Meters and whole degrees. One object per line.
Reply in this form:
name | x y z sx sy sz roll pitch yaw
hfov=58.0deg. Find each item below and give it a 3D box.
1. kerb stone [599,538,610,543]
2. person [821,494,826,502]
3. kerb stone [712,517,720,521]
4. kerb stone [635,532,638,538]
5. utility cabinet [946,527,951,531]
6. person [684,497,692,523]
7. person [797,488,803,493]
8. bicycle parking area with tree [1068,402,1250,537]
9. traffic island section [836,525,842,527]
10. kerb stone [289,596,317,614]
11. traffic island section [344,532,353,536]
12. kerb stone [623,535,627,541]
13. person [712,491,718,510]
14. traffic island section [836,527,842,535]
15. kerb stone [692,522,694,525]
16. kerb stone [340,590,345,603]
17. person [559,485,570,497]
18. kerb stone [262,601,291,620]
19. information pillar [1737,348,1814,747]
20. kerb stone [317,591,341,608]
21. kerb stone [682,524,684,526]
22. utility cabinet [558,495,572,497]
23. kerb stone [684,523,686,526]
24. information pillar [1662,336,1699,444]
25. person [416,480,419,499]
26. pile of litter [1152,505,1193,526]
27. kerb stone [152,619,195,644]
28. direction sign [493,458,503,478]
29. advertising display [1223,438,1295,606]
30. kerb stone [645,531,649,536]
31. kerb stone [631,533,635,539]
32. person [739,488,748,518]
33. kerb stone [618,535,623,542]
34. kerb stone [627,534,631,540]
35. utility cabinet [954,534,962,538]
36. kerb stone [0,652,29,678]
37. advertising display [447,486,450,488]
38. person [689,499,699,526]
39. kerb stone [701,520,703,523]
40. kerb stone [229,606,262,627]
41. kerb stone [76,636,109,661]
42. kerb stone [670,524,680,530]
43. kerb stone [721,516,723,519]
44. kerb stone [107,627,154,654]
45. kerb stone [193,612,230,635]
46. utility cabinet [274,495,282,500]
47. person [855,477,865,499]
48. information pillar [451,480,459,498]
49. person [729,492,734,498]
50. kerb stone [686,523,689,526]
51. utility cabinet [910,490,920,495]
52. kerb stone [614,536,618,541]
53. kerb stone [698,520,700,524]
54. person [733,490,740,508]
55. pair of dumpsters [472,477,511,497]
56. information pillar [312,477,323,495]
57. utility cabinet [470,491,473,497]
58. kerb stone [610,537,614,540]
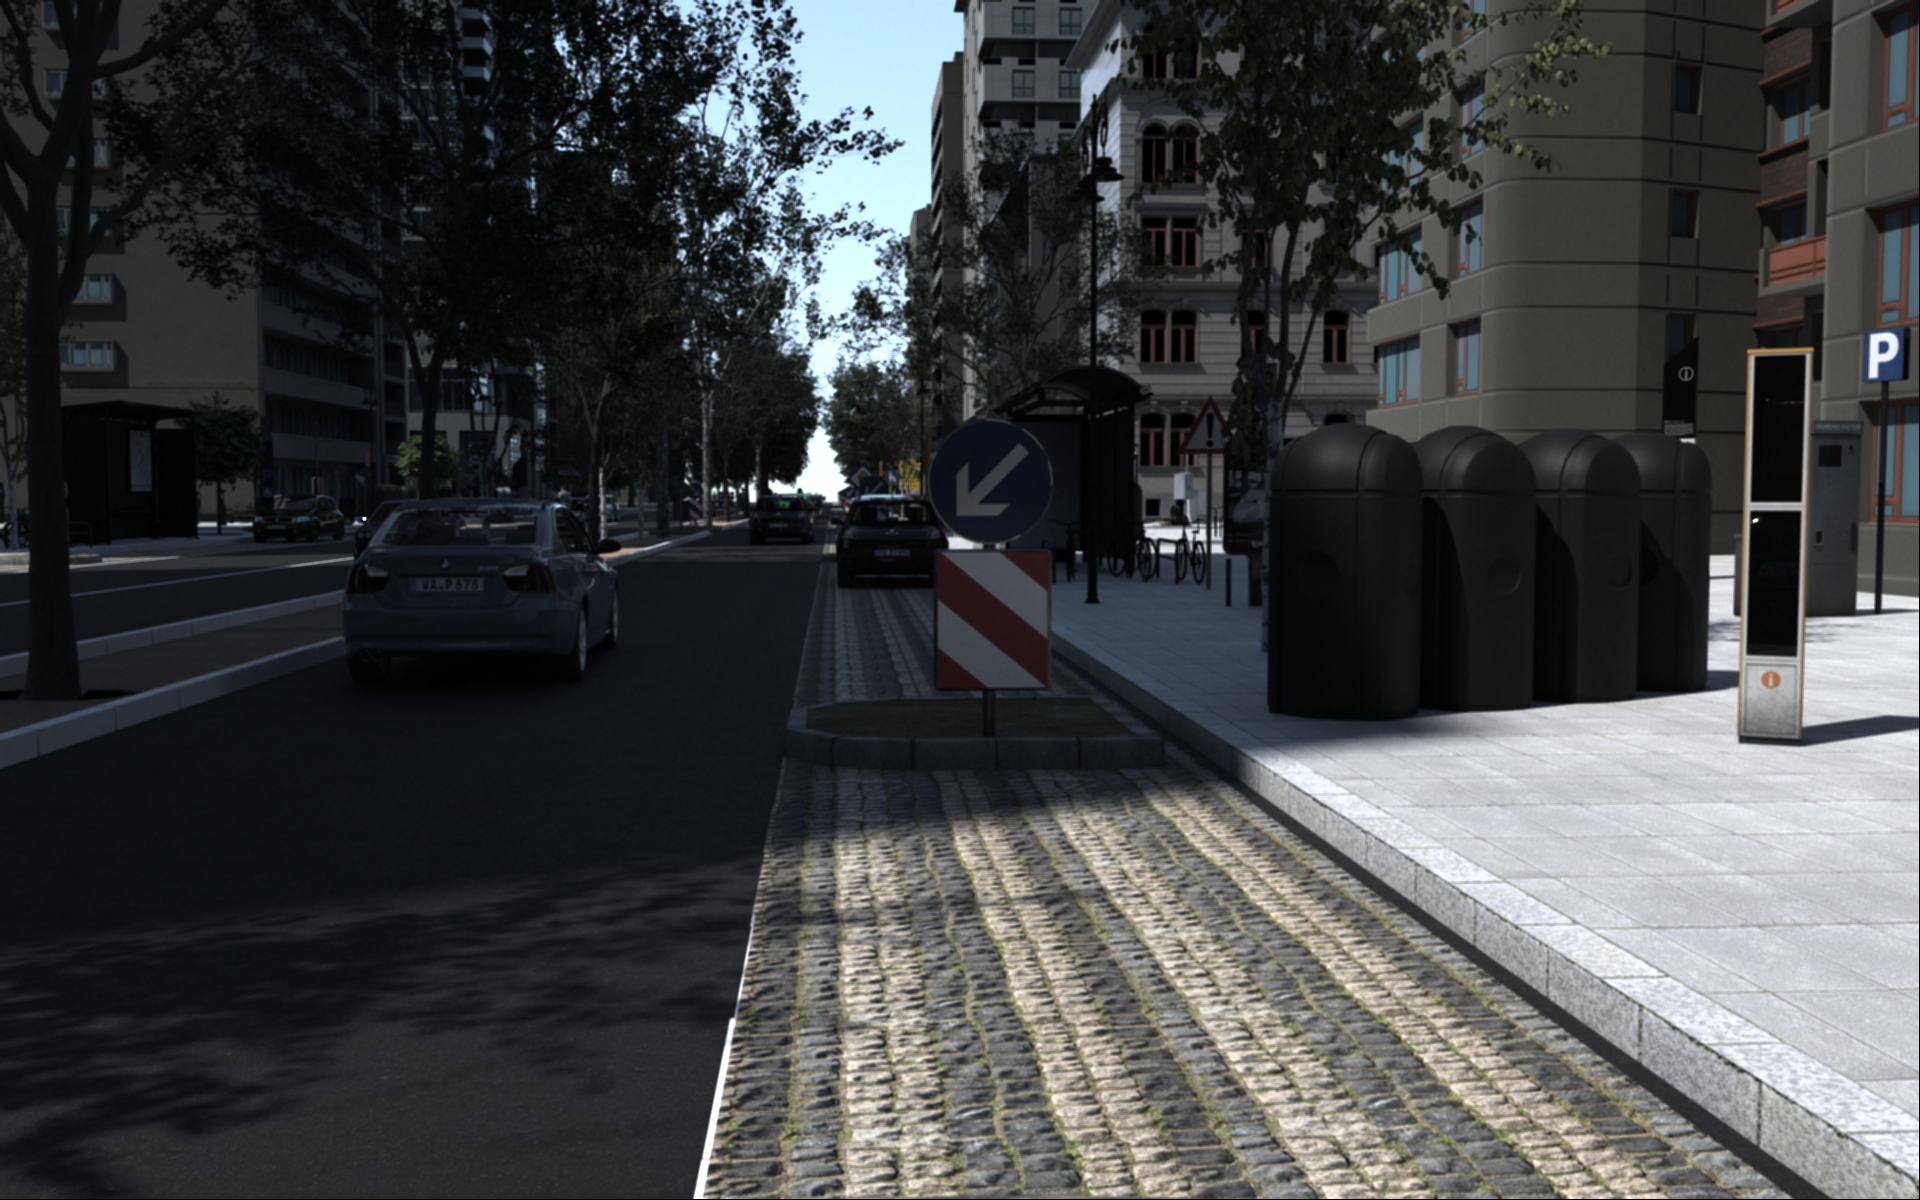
kerb stone | -10.036 -1.617 48.634 0.120 0.150 1.000 0 4 -4
person | -19.935 -14.707 252.147 0.799 1.438 0.628 0 4 -4
kerb stone | -13.414 -4.466 95.207 0.120 0.150 1.000 0 4 -4
kerb stone | -10.561 -2.052 55.798 0.120 0.150 1.000 0 4 -4
utility cabinet | -0.128 -3.098 59.336 1.173 1.500 0.318 -2 4 -30
person | -13.172 -4.598 84.033 0.694 1.780 0.624 2 4 32
person | -10.611 -6.504 114.823 0.580 1.828 0.573 3 4 39
bicycle parking area with tree | 6.069 -4.033 52.939 8.231 4.147 9.016 1 4 12
traffic island section | -3.984 -2.884 69.432 2.009 0.180 2.903 0 4 -4
kerb stone | -8.034 0.073 20.995 0.120 0.150 1.000 0 4 -4
traffic island section | -20.654 -2.321 60.228 2.009 0.180 2.903 0 4 -4
kerb stone | -10.339 -1.867 52.729 0.120 0.150 1.000 0 4 -4
person | -21.767 -8.805 153.386 0.541 1.710 0.530 3 5 41
traffic island section | -3.407 -2.397 61.468 2.009 0.180 2.903 0 4 -4
kerb stone | -12.153 -3.403 77.846 0.120 0.150 1.000 0 4 -4
kerb stone | -8.187 -0.052 23.051 0.120 0.150 1.000 0 4 -4
person | -18.575 -4.470 81.435 0.661 1.843 0.795 -3 5 -42
kerb stone | -7.964 0.138 19.968 0.120 0.150 1.000 0 4 -4
information pillar | 4.197 -0.271 8.920 0.304 2.012 0.304 2 4 25
kerb stone | -8.105 0.016 22.020 0.120 0.150 1.000 0 4 -4
kerb stone | -11.789 -3.088 72.728 0.120 0.150 1.000 0 4 -4
utility cabinet | -26.615 -6.451 116.634 1.020 1.237 0.306 2 4 32
kerb stone | -11.859 -3.147 73.755 0.120 0.150 1.000 0 4 -4
information pillar | 10.748 -2.111 25.865 0.504 3.616 0.183 3 4 37
person | -14.929 -2.423 48.218 0.850 1.850 0.679 0 4 5
pile of litter | 8.554 -3.416 69.824 1.719 0.858 1.176 0 3 0
kerb stone | -7.742 0.325 16.902 0.120 0.150 1.000 0 4 -4
direction sign | -29.175 -7.163 109.114 0.876 3.537 0.379 1 4 23
advertising display | 3.503 -0.895 19.851 0.974 1.923 0.123 0 4 -6
kerb stone | -10.770 -2.243 58.869 0.120 0.150 1.000 0 4 -4
kerb stone | -10.486 -1.993 54.775 0.120 0.150 1.000 0 4 -4
person | -12.864 -5.785 103.112 0.581 1.822 0.654 2 4 30
kerb stone | -10.262 -1.805 51.709 0.120 0.150 1.000 0 4 -4
kerb stone | -10.415 -1.930 53.750 0.120 0.150 1.000 0 4 -4
utility cabinet | 0.169 -2.423 50.778 0.306 1.237 1.020 -2 4 -29
kerb stone | -7.519 0.514 13.832 0.120 0.150 1.000 0 4 -4
advertising display | -39.604 -7.882 134.076 0.123 1.923 0.974 -1 4 -9
person | -11.463 -3.799 74.881 0.640 1.303 0.475 1 4 18
kerb stone | -12.676 -3.837 84.995 0.120 0.150 1.000 0 4 -4
kerb stone | -7.891 0.199 18.948 0.120 0.150 1.000 0 4 -4
kerb stone | -7.597 0.449 14.856 0.120 0.150 1.000 0 4 -4
kerb stone | -11.638 -2.966 70.683 0.120 0.150 1.000 0 4 -4
kerb stone | -13.567 -4.590 97.255 0.120 0.150 1.000 0 4 -4
kerb stone | -7.672 0.387 15.882 0.120 0.150 1.000 0 4 -4
kerb stone | -7.814 0.261 17.926 0.120 0.150 1.000 0 4 -4
utility cabinet | -31.145 -4.159 79.163 1.020 1.237 0.306 -2 4 -29
person | -2.127 -1.808 38.251 0.419 1.800 0.721 -1 4 -8
information pillar | -26.609 -5.311 91.320 0.304 2.012 0.304 0 4 5
person | -34.109 -15.134 255.943 1.348 1.824 0.705 1 4 18
kerb stone | -11.933 -3.211 74.775 0.120 0.150 1.000 0 4 -4
utility cabinet | -2.359 -5.005 90.512 0.318 1.500 1.173 -1 4 -16
kerb stone | -10.191 -1.740 50.680 0.120 0.150 1.000 0 4 -4
kerb stone | -12.376 -3.587 80.908 0.120 0.150 1.000 0 4 -4
person | -23.177 -10.540 180.968 0.705 1.807 1.348 3 4 36
pair of dumpsters | -26.867 -5.917 99.229 1.574 2.255 4.437 0 4 -4
information pillar | -28.264 -4.389 76.244 0.304 2.012 0.304 1 4 13
utility cabinet | -30.723 -6.238 110.670 1.173 1.500 0.318 1 4 11
kerb stone | -10.115 -1.676 49.660 0.120 0.150 1.000 0 4 -4
